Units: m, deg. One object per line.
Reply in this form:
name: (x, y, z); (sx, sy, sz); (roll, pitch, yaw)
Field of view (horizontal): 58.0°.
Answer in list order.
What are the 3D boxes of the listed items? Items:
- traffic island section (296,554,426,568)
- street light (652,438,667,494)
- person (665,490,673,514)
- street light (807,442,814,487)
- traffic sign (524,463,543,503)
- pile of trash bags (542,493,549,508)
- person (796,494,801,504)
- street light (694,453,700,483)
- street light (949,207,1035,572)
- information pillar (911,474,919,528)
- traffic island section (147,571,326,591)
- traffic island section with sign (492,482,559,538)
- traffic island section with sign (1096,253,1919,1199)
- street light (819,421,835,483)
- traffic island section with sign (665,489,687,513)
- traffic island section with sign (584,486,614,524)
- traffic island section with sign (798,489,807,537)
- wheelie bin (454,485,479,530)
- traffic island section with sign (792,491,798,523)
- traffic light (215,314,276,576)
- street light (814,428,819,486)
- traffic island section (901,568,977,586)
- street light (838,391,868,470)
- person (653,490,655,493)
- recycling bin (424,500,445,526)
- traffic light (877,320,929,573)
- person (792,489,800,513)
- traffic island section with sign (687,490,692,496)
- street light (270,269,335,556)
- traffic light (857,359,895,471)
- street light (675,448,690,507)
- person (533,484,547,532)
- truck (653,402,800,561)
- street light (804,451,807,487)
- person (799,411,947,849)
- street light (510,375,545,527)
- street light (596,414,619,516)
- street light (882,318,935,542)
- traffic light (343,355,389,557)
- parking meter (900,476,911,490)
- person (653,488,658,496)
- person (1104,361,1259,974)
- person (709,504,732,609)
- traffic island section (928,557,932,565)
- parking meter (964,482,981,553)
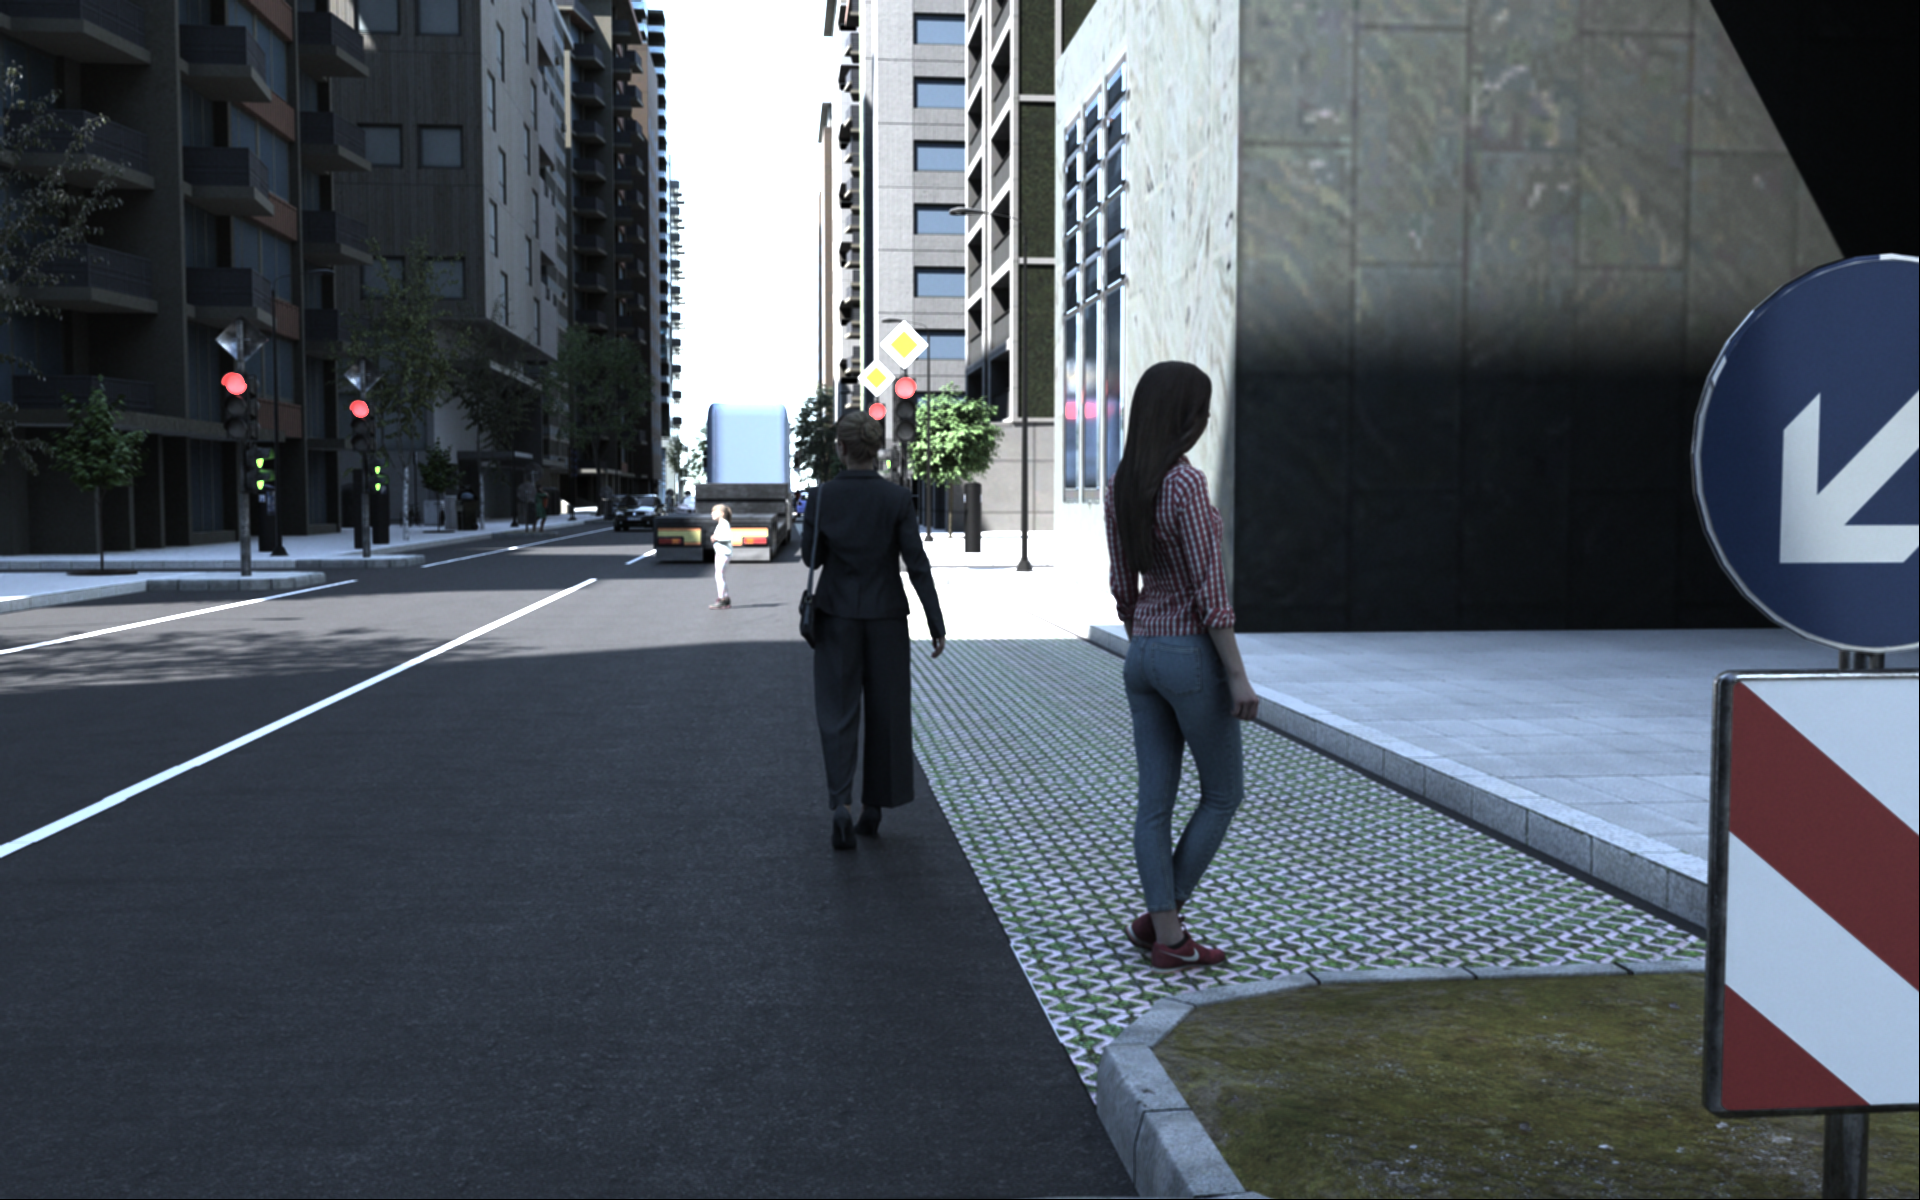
traffic island section: (-12.051, -0.785, 35.121); (2.009, 0.180, 2.903); (0, 4, -6)
street light: (-24.895, -10.445, 143.311); (1.470, 5.913, 1.316); (0, 4, -6)
person: (-17.868, -5.935, 106.548); (0.522, 1.701, 0.512); (0, 4, 7)
street light: (-12.664, -11.122, 154.383); (1.470, 5.913, 1.316); (0, 4, -6)
traffic sign: (-17.511, -4.343, 71.106); (0.768, 2.556, 0.104); (0, 4, -5)
pile of trash bags: (-25.557, -5.560, 100.665); (3.447, 1.369, 1.912); (0, 4, 7)
person: (-11.349, -6.814, 123.162); (0.557, 1.426, 1.065); (1, 4, 18)
street light: (-30.098, -13.518, 193.566); (1.470, 5.913, 1.316); (0, 4, -6)
street light: (0.523, -3.409, 28.271); (1.470, 5.913, 1.316); (0, 4, -6)
information pillar: (-1.680, -3.700, 64.984); (0.304, 2.012, 0.304); (0, 4, -1)
traffic island section: (-11.220, -0.300, 27.179); (2.009, 0.180, 2.903); (0, 4, -6)
traffic island section with sign: (-14.410, -2.995, 57.591); (1.989, 1.847, 2.006); (0, 4, -6)
traffic island section with sign: (1.349, 0.305, 3.645); (1.989, 1.847, 2.006); (0, 4, -6)
street light: (-8.031, -8.414, 110.109); (1.470, 5.913, 1.316); (0, 4, -6)
traffic island section with sign: (-22.465, -7.707, 134.640); (1.989, 1.847, 2.006); (0, 4, -6)
traffic island section with sign: (-17.212, -4.634, 84.400); (1.989, 1.847, 2.006); (0, 4, -6)
traffic island section with sign: (-4.370, -3.041, 58.349); (1.989, 1.847, 2.006); (0, 4, -6)
wheelie bin: (-17.487, -3.271, 61.396); (0.693, 1.594, 0.980); (-3, 5, -44)
traffic island section with sign: (-7.205, -4.701, 85.484); (1.989, 1.847, 2.006); (0, 4, -6)
traffic light: (-11.179, -2.332, 27.048); (0.839, 4.253, 0.868); (0, 4, -6)
street light: (-9.421, -9.179, 122.617); (1.470, 5.913, 1.316); (0, 4, -6)
traffic island section: (-0.884, -0.365, 28.251); (2.009, 0.180, 2.903); (0, 4, -6)
street light: (-4.714, -6.472, 78.351); (1.470, 5.913, 1.316); (0, 4, -6)
person: (-22.060, -7.130, 125.795); (0.721, 1.735, 1.217); (0, 4, 3)
recycling bin: (-21.203, -3.512, 69.972); (0.722, 1.027, 0.722); (0, 4, 0)
traffic light: (-0.925, -2.398, 28.133); (0.839, 4.253, 0.868); (0, 4, -6)
person: (-12.369, -7.558, 132.030); (1.348, 1.831, 0.705); (1, 4, 14)
traffic island section with sign: (-25.279, -9.347, 161.449); (1.989, 1.847, 2.006); (0, 4, -6)
street light: (-13.613, -3.874, 35.883); (1.470, 5.913, 1.316); (0, 4, -6)
traffic light: (-1.756, -2.884, 36.075); (0.839, 4.253, 0.868); (0, 4, -6)
street light: (-28.181, -12.387, 175.073); (1.470, 5.913, 1.316); (0, 4, -6)
person: (-15.049, -3.251, 61.900); (0.529, 1.795, 0.600); (-1, 4, -21)
truck: (-5.789, -3.376, 44.955); (2.967, 4.110, 18.799); (0, 4, -4)
street light: (-16.005, -13.089, 186.542); (1.470, 5.913, 1.316); (0, 4, -6)
person: (-0.377, 0.110, 7.125); (0.576, 1.772, 0.534); (-1, 4, -21)
street light: (-16.889, -5.817, 67.646); (1.470, 5.913, 1.316); (0, 4, -6)
street light: (-20.347, -7.788, 99.883); (1.470, 5.913, 1.316); (0, 4, -6)
street light: (-1.370, -4.485, 45.876); (1.470, 5.913, 1.316); (0, 4, -6)
traffic light: (-12.010, -2.818, 34.990); (0.839, 4.253, 0.868); (0, 4, -6)
parking meter: (-1.844, -3.170, 57.546); (0.255, 1.863, 0.399); (3, 4, 39)
person: (-18.419, -5.764, 102.960); (1.509, 1.804, 0.699); (-3, 5, -40)
person: (0.669, 0.204, 5.168); (0.388, 1.821, 0.555); (-3, 5, -41)
person: (-3.008, -0.549, 21.761); (0.394, 1.301, 0.425); (-3, 5, -41)
traffic island section: (-1.715, -0.851, 36.193); (2.009, 0.180, 2.903); (0, 4, -6)
parking meter: (0.279, -1.790, 37.684); (0.372, 1.533, 0.369); (0, 3, 0)
